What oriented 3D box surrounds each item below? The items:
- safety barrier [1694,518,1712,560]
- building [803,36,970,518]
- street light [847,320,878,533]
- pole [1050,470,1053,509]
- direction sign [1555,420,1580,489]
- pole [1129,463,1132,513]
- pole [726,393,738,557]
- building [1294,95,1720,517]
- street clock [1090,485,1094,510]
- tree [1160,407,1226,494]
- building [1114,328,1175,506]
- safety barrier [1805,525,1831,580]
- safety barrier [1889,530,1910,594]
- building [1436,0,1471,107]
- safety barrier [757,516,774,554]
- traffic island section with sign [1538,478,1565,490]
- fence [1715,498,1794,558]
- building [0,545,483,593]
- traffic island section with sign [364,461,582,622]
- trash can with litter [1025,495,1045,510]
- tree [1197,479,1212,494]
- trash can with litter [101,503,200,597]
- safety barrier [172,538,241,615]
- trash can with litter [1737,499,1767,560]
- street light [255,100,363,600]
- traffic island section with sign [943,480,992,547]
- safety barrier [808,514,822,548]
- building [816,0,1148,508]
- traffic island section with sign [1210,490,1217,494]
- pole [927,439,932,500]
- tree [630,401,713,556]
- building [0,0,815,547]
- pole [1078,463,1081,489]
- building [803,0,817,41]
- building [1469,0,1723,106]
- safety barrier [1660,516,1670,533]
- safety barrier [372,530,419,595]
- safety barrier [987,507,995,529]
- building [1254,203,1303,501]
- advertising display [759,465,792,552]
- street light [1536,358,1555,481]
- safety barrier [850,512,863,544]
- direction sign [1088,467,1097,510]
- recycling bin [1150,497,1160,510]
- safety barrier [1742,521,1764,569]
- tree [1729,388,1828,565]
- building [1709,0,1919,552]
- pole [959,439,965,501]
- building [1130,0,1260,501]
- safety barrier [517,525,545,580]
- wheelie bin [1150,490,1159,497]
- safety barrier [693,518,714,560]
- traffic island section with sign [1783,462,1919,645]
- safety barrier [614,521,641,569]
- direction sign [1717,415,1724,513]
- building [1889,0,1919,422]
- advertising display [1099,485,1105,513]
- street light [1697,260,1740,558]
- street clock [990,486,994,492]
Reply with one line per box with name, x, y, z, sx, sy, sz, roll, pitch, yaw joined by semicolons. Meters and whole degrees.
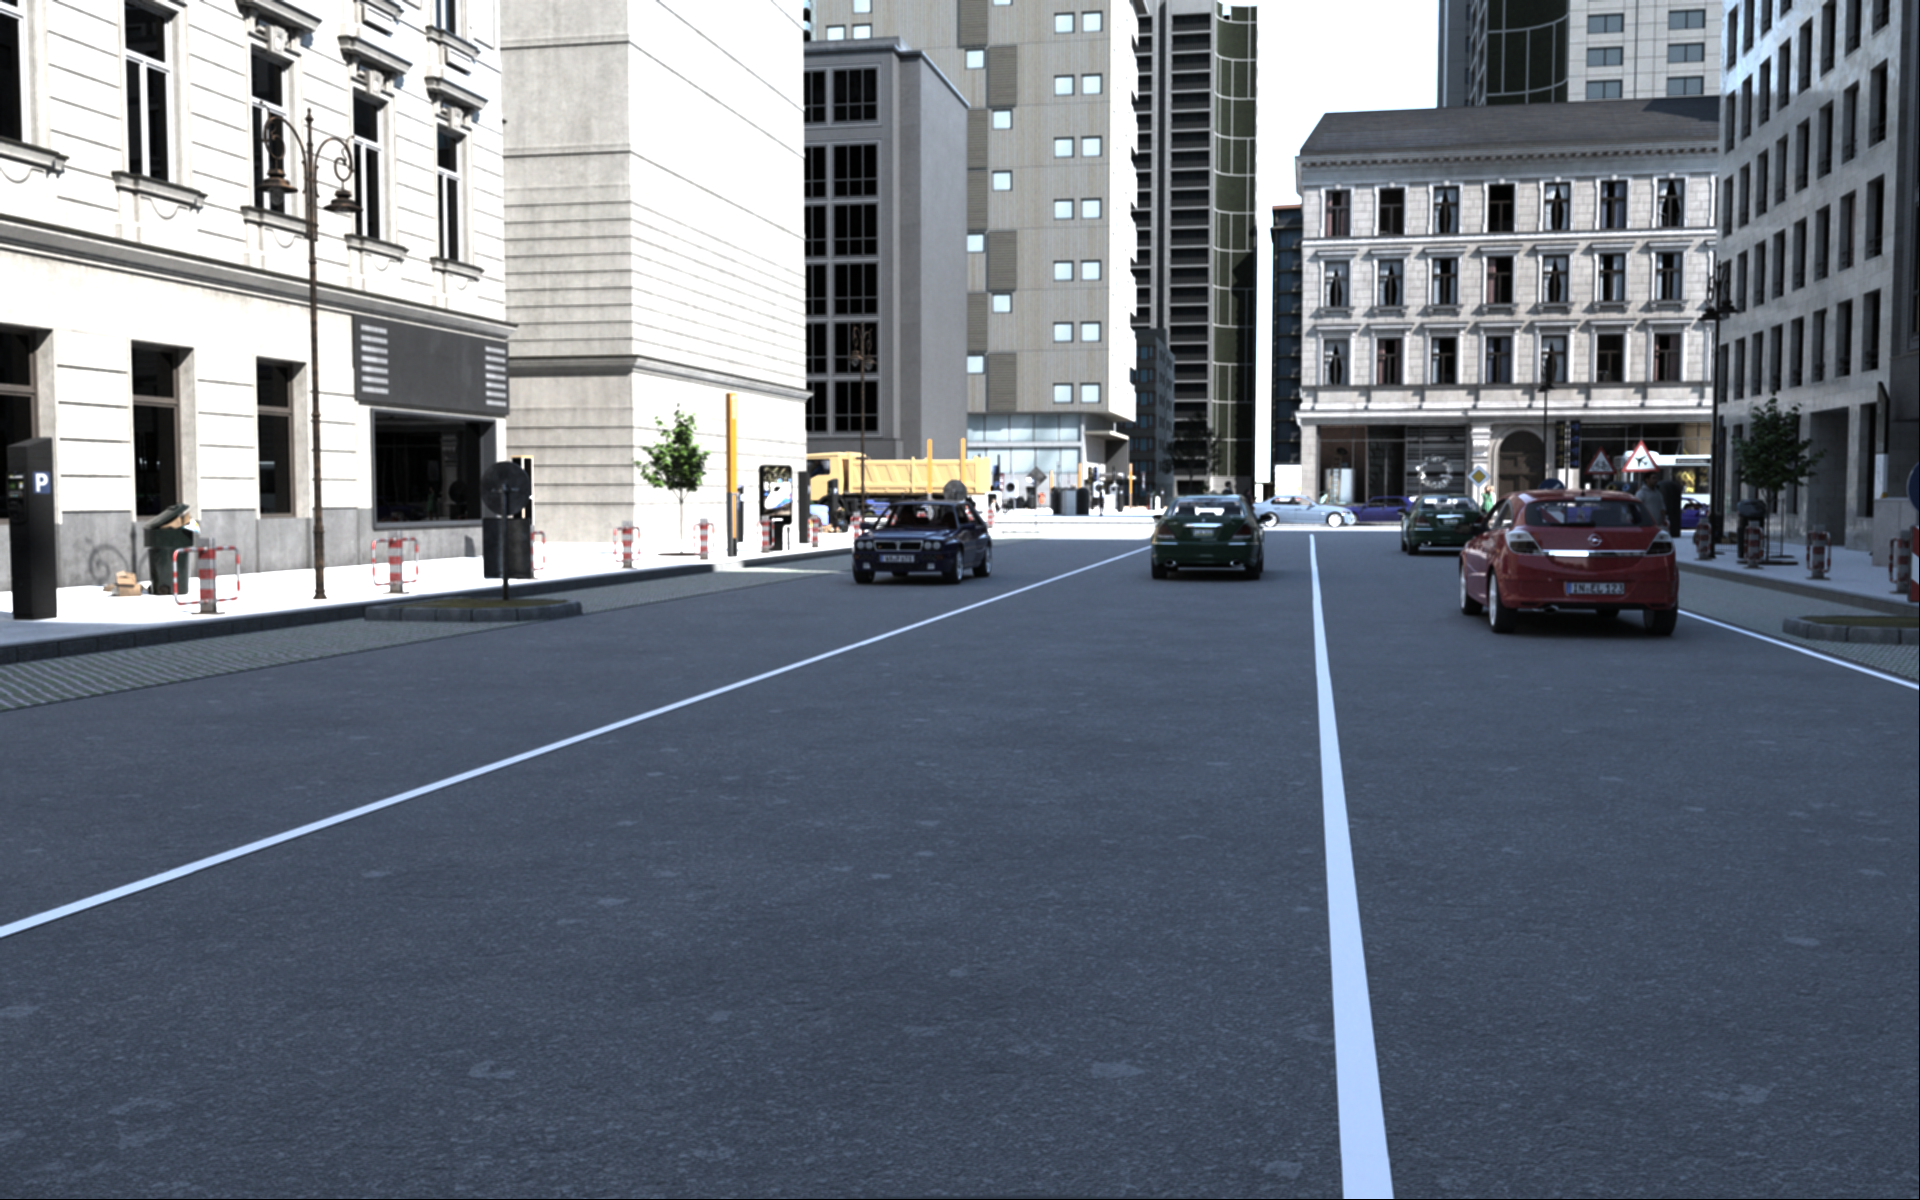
safety barrier;14.418;-1.180;33.574;0.300;0.817;1.120;1;4;11
building;-12.601;-18.589;97.429;24.014;27.812;14.314;1;4;11
street light;-2.603;-4.494;46.264;0.468;5.910;1.993;1;4;11
pole;7.885;-9.520;149.497;0.158;3.312;0.155;0;3;0
direction sign;18.708;-3.755;53.396;0.379;3.537;0.876;-2;4;-33
pole;11.319;-7.403;114.882;0.158;3.312;0.155;0;3;0
pole;-4.623;-2.522;35.072;0.158;3.312;0.155;0;3;0
building;18.928;-14.567;89.073;40.483;20.767;10.553;1;4;11
street clock;10.549;-8.165;138.062;0.358;2.002;0.471;-1;4;-16
tree;24.834;-15.338;185.185;7.601;10.594;8.767;1;4;21
building;9.918;-22.063;205.768;28.899;21.520;27.650;1;4;11
safety barrier;12.899;-0.718;26.022;0.300;0.817;1.120;1;4;11
safety barrier;12.138;-0.488;22.247;0.300;0.817;1.120;1;4;11
building;60.042;-38.999;179.636;21.231;58.520;28.212;1;4;11
safety barrier;-4.193;-1.409;37.312;0.300;0.817;1.120;1;4;11
traffic island section with sign;14.685;-2.141;43.640;1.989;1.847;2.006;1;4;11
fence;16.331;-1.513;35.942;0.480;1.192;2.264;-1;4;-14
building;-21.065;-14.810;18.557;17.030;29.872;44.131;1;4;11
traffic island section with sign;-5.540;-0.708;20.207;1.989;1.847;2.006;1;4;11
trash can with litter;6.065;-7.775;138.179;2.233;1.210;1.678;1;4;10
tree;30.363;-13.576;216.564;1.663;3.219;1.824;0;3;0
trash can with litter;-10.189;-0.637;21.808;1.055;1.170;0.624;-3;5;-44
safety barrier;-7.995;-0.252;18.403;0.300;0.817;1.120;1;4;11
trash can with litter;15.711;-1.396;34.216;0.624;1.170;1.055;1;4;15
street light;-7.787;-2.943;20.898;0.468;5.910;1.993;1;4;11
traffic island section with sign;-0.188;-2.339;46.872;1.989;1.847;2.006;1;4;11
safety barrier;-3.436;-1.640;41.088;0.300;0.817;1.120;1;4;11
building;2.666;-35.387;167.819;28.713;52.752;27.495;1;4;11
traffic island section with sign;25.926;-10.285;176.790;1.989;1.847;2.006;1;4;11
pole;-1.136;-4.327;64.591;0.158;3.312;0.155;0;3;0
tree;-5.813;-2.544;36.200;1.663;3.219;1.824;0;3;0
building;-27.904;-17.098;55.967;44.131;29.872;17.030;1;4;11
pole;7.852;-7.345;113.933;0.158;3.312;0.155;0;3;0
building;-19.499;-55.061;212.926;31.000;86.520;22.319;1;4;11
building;54.673;-43.818;154.676;20.563;71.187;20.611;1;4;11
safety barrier;15.184;-1.413;37.375;0.300;0.817;1.120;1;4;11
safety barrier;-7.232;-0.485;22.199;0.300;0.817;1.120;1;4;11
safety barrier;1.120;-3.027;63.761;0.300;0.817;1.120;1;4;11
building;57.687;-36.430;250.253;28.867;44.769;22.147;1;4;11
advertising display;-4.115;-2.048;38.706;0.123;1.923;0.974;2;4;35
street light;19.990;-5.285;59.195;0.468;5.910;1.993;1;4;11
safety barrier;-2.678;-1.871;44.863;0.300;0.817;1.120;1;4;11
direction sign;11.015;-9.292;143.926;0.876;3.537;0.379;2;4;30
recycling bin;15.242;-7.565;136.242;0.722;1.027;0.722;-1;4;-20
safety barrier;13.654;-0.949;29.797;0.300;0.817;1.120;1;4;11
tree;14.917;-2.263;31.603;1.663;3.219;1.824;0;3;0
building;26.744;-11.579;44.071;10.420;20.320;16.860;1;4;11
pole;0.083;-4.268;63.629;0.158;3.312;0.155;0;3;0
building;32.815;-49.819;252.798;20.611;71.187;20.563;1;4;11
safety barrier;-6.473;-0.716;25.975;0.300;0.817;1.120;1;4;11
wheelie bin;15.747;-8.141;141.020;0.693;1.594;0.980;2;4;25
safety barrier;-4.956;-1.178;33.531;0.300;0.817;1.120;1;4;11
traffic island section with sign;9.381;-0.525;17.210;1.989;1.847;2.006;1;4;11
safety barrier;-5.715;-0.947;29.756;0.300;0.817;1.120;1;4;11
direction sign;21.933;-3.549;50.017;0.379;3.537;0.876;1;4;17
building;24.291;-14.069;23.528;14.314;27.812;24.014;1;4;11
advertising display;9.698;-6.917;118.303;0.123;1.923;0.974;1;4;20
street light;15.004;-3.768;34.402;0.468;5.910;1.993;1;4;11
street clock;2.742;-9.034;152.282;0.471;2.002;0.358;-1;4;-17
